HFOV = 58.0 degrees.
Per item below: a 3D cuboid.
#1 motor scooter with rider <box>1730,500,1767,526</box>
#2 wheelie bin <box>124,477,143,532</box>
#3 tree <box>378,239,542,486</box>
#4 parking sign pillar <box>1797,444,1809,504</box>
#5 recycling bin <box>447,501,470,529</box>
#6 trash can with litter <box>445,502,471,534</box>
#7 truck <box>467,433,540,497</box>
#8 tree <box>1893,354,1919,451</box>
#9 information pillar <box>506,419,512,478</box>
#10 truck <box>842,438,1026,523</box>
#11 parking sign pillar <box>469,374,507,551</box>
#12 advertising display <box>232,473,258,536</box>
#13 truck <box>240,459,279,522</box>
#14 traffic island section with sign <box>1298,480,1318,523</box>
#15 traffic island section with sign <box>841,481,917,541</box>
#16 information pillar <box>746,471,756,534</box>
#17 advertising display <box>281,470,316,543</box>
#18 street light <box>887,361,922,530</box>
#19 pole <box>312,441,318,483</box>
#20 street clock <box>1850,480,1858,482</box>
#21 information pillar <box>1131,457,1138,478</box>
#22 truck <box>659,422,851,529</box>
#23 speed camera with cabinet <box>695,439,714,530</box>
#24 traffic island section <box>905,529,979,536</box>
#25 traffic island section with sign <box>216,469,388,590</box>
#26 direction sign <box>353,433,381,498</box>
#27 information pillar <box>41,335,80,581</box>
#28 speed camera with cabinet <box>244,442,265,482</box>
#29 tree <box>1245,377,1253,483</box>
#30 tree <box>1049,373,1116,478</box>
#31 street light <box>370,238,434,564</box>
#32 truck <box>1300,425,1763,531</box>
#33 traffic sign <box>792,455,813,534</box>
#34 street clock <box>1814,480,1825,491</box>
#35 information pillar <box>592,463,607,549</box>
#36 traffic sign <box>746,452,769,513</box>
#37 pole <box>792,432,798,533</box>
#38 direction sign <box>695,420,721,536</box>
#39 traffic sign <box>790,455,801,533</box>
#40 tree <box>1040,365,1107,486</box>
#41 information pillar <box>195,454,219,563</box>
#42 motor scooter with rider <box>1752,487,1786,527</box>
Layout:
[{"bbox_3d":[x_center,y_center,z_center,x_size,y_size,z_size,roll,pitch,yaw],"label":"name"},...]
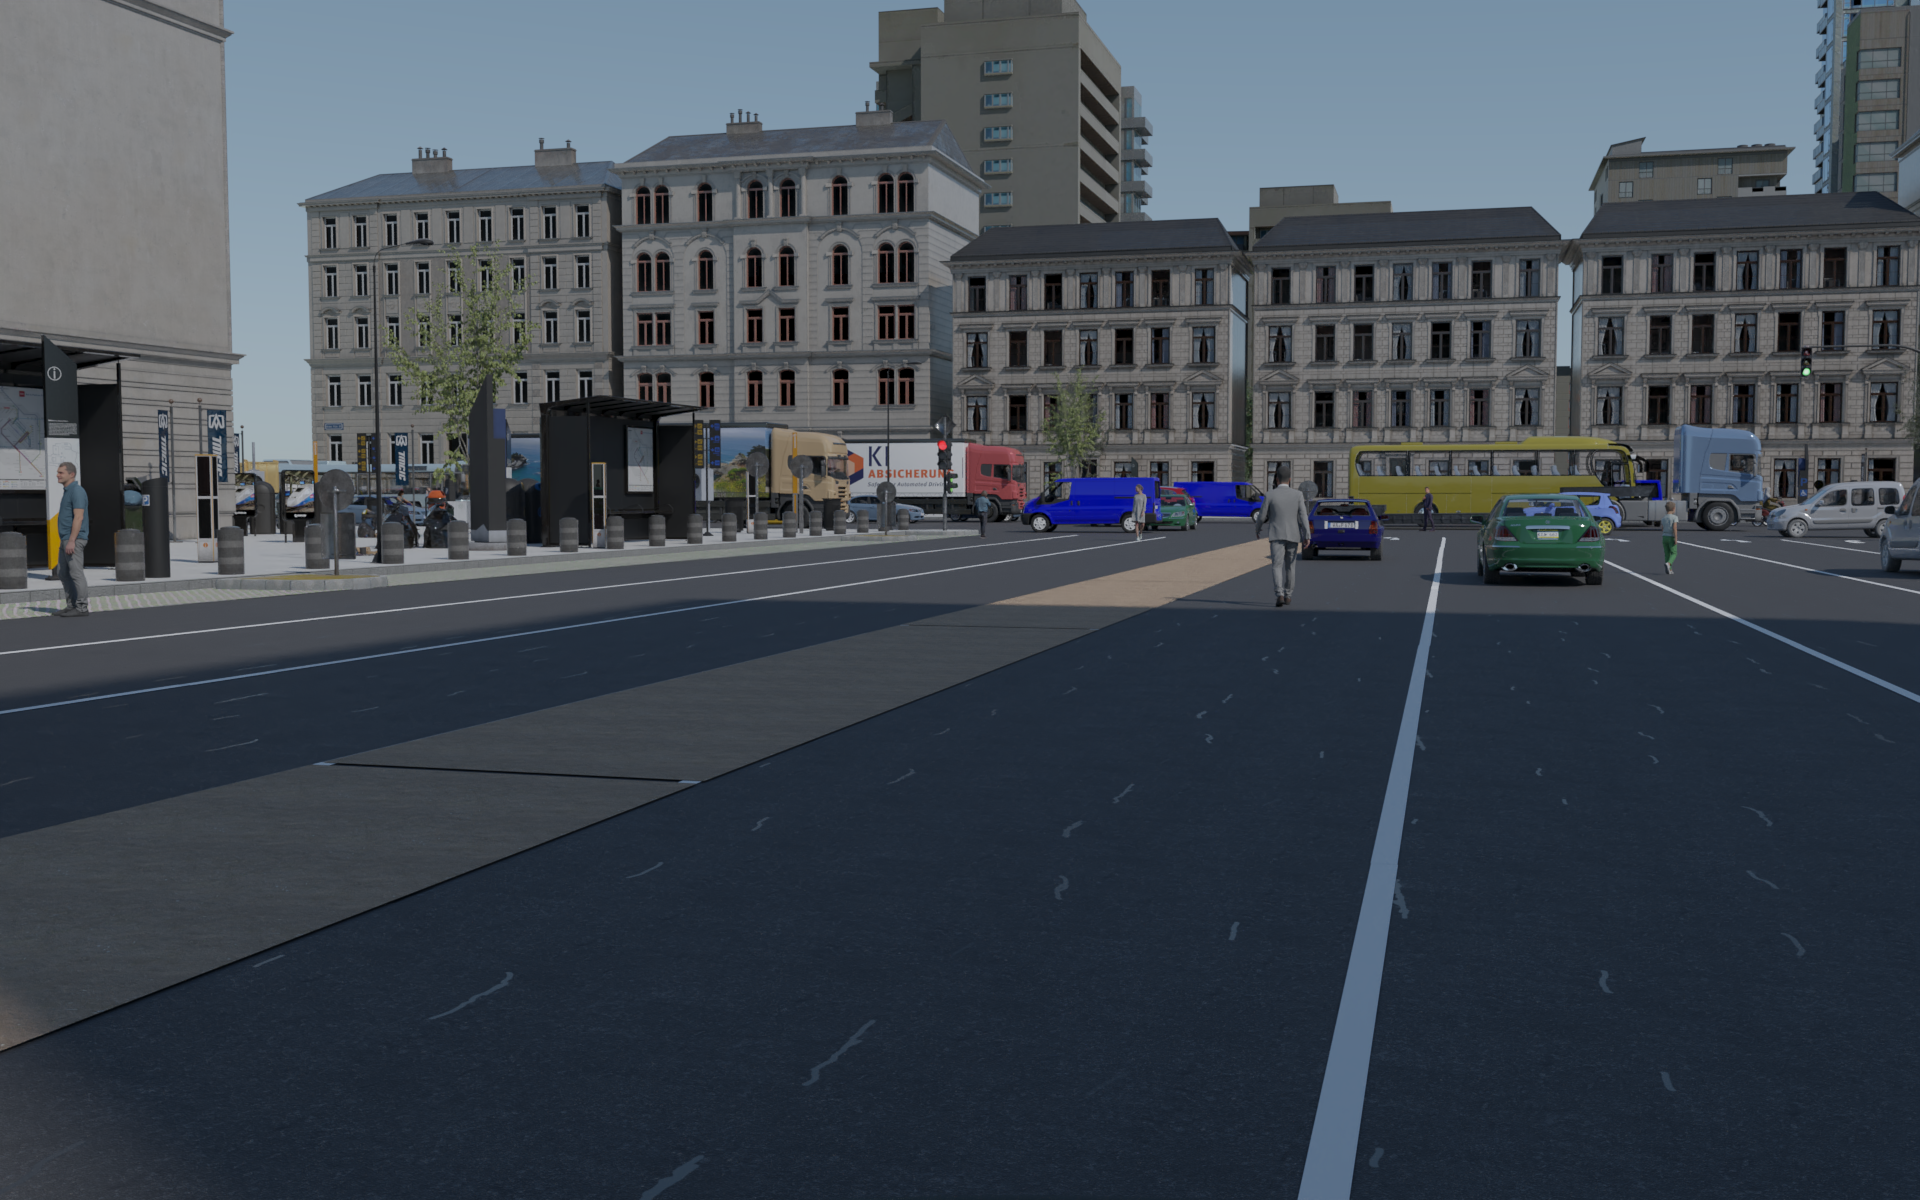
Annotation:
[{"bbox_3d":[35.511,-4.203,77.677,1.986,1.779,0.876,1,4,16],"label":"motor scooter with rider"},{"bbox_3d":[-15.275,-1.474,32.002,0.693,1.594,0.980,-3,5,-41],"label":"wheelie bin"},{"bbox_3d":[-14.046,-6.063,49.485,4.737,8.622,4.395,0,3,0],"label":"tree"},{"bbox_3d":[45.083,-6.369,92.602,1.447,3.967,1.447,1,4,23],"label":"parking sign pillar"},{"bbox_3d":[-17.503,-2.904,60.033,0.722,1.027,0.722,-1,4,-22],"label":"recycling bin"},{"bbox_3d":[-15.588,-2.557,53.194,1.055,1.170,0.624,-2,4,-25],"label":"trash can with litter"},{"bbox_3d":[-17.254,-5.593,80.362,11.283,4.237,2.839,1,4,17],"label":"truck"},{"bbox_3d":[50.631,-8.544,90.056,4.360,8.622,3.978,0,3,0],"label":"tree"},{"bbox_3d":[-14.086,-3.830,53.979,0.183,3.616,0.504,0,4,2],"label":"information pillar"},{"bbox_3d":[-1.646,-6.105,88.728,11.283,4.237,2.839,1,4,15],"label":"truck"},{"bbox_3d":[-10.827,-3.131,39.670,1.447,3.967,1.447,-2,4,-34],"label":"parking sign pillar"},{"bbox_3d":[-21.835,-2.897,52.576,0.974,1.923,0.123,0,4,2],"label":"advertising display"},{"bbox_3d":[-39.159,-5.578,87.123,9.791,3.379,3.469,1,4,16],"label":"truck"},{"bbox_3d":[11.517,-3.029,57.654,2.006,1.907,1.989,1,4,16],"label":"traffic island section with sign"},{"bbox_3d":[-2.395,-2.719,53.080,1.989,1.847,2.006,1,4,16],"label":"traffic island section with sign"},{"bbox_3d":[-6.751,-3.156,56.091,0.304,2.012,0.304,-1,4,-16],"label":"information pillar"},{"bbox_3d":[-17.527,-2.489,45.906,0.123,1.923,0.974,2,4,31],"label":"advertising display"},{"bbox_3d":[-2.007,-5.400,60.825,1.470,5.913,1.316,1,4,16],"label":"street light"},{"bbox_3d":[-24.944,-4.478,67.055,0.158,3.312,0.155,0,3,0],"label":"pole"},{"bbox_3d":[45.694,-5.138,88.573,0.471,2.002,0.358,-2,4,-33],"label":"street clock"},{"bbox_3d":[10.920,-7.156,108.358,0.504,3.616,0.183,3,4,38],"label":"information pillar"},{"bbox_3d":[-9.376,-4.901,69.048,11.283,4.237,2.839,1,4,14],"label":"truck"},{"bbox_3d":[-9.600,-4.102,61.408,2.038,3.252,0.660,3,5,43],"label":"speed camera with cabinet"},{"bbox_3d":[-0.549,-2.357,60.822,2.009,0.180,2.903,1,4,16],"label":"traffic island section"},{"bbox_3d":[-9.925,-1.096,26.554,1.989,1.847,2.006,1,4,16],"label":"traffic island section with sign"},{"bbox_3d":[-21.953,-4.428,64.399,0.876,3.537,0.379,0,4,1],"label":"direction sign"},{"bbox_3d":[-13.346,-2.102,25.723,0.183,3.616,0.504,3,4,36],"label":"information pillar"},{"bbox_3d":[-27.389,-4.349,65.446,2.038,3.252,0.660,-2,4,-27],"label":"speed camera with cabinet"},{"bbox_3d":[26.007,-15.154,164.767,9.611,12.733,9.660,0,3,0],"label":"tree"},{"bbox_3d":[7.292,-9.475,105.284,4.360,8.622,3.978,0,3,0],"label":"tree"},{"bbox_3d":[-10.227,-3.623,31.769,1.470,5.913,1.316,1,4,16],"label":"street light"},{"bbox_3d":[22.654,-4.879,69.525,18.799,4.110,2.967,1,4,16],"label":"truck"},{"bbox_3d":[-5.115,-3.423,56.070,0.768,2.556,0.104,2,4,23],"label":"traffic sign"},{"bbox_3d":[44.068,-5.154,88.839,0.358,2.002,0.471,-3,5,-43],"label":"street clock"},{"bbox_3d":[-8.469,-2.213,40.675,0.304,2.012,0.304,0,4,-5],"label":"information pillar"},{"bbox_3d":[-6.137,-3.194,52.328,0.768,2.556,0.104,1,4,19],"label":"traffic sign"},{"bbox_3d":[-5.462,-3.881,57.294,0.158,3.312,0.155,0,3,0],"label":"pole"},{"bbox_3d":[-7.717,-3.719,52.811,0.876,3.537,0.379,0,4,8],"label":"direction sign"},{"bbox_3d":[-5.203,-3.447,56.463,0.768,2.556,0.104,1,4,20],"label":"traffic sign"},{"bbox_3d":[6.337,-9.115,99.396,4.737,8.622,4.395,0,3,0],"label":"tree"},{"bbox_3d":[-13.998,-1.696,32.223,0.304,2.012,0.304,0,4,-2],"label":"information pillar"},{"bbox_3d":[35.753,-4.103,76.051,1.986,1.779,0.876,1,4,17],"label":"motor scooter with rider"}]
